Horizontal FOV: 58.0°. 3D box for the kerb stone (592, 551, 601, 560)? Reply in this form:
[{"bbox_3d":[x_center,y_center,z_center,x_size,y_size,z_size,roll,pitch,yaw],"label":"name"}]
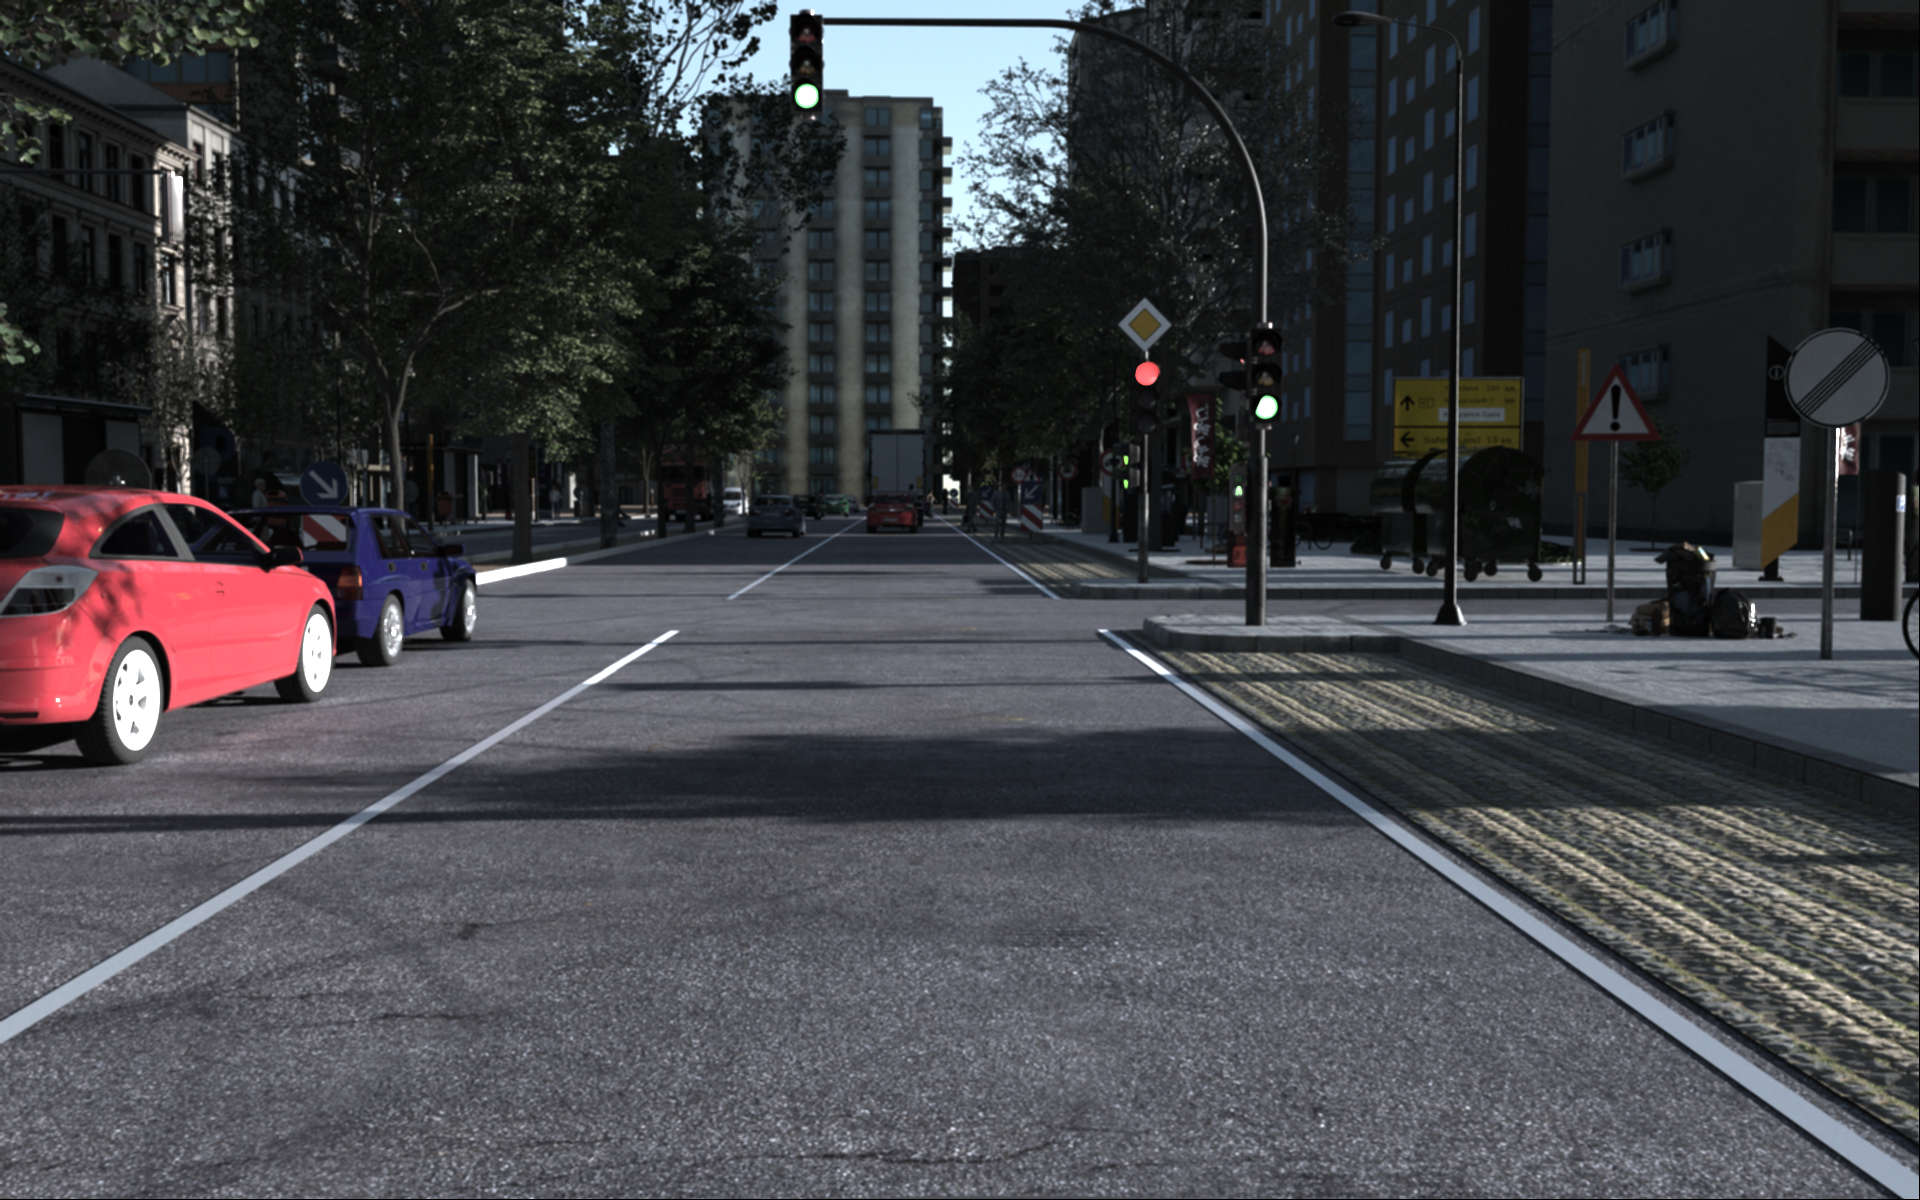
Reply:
[{"bbox_3d":[-8.081,-0.965,37.977,0.120,0.150,1.000,0,4,-2],"label":"kerb stone"}]

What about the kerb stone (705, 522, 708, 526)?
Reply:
[{"bbox_3d":[-11.413,-3.342,76.838,0.120,0.150,1.000,0,4,-2],"label":"kerb stone"}]

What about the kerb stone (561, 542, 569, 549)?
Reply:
[{"bbox_3d":[-10.409,-1.398,45.079,0.120,0.150,1.000,0,4,-2],"label":"kerb stone"}]

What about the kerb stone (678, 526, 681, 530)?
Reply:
[{"bbox_3d":[-11.124,-2.775,67.614,0.120,0.150,1.000,0,4,-2],"label":"kerb stone"}]

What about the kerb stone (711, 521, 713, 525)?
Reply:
[{"bbox_3d":[-11.476,-3.462,78.889,0.120,0.150,1.000,0,4,-2],"label":"kerb stone"}]

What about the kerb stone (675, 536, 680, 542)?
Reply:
[{"bbox_3d":[-8.500,-1.779,51.320,0.120,0.150,1.000,0,4,-2],"label":"kerb stone"}]

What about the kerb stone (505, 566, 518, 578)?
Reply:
[{"bbox_3d":[-7.819,-0.464,29.775,0.120,0.150,1.000,0,4,-2],"label":"kerb stone"}]

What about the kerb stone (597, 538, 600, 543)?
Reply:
[{"bbox_3d":[-10.560,-1.709,50.204,0.120,0.150,1.000,0,4,-2],"label":"kerb stone"}]

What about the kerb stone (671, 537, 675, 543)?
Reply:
[{"bbox_3d":[-8.470,-1.719,50.298,0.120,0.150,1.000,0,4,-2],"label":"kerb stone"}]

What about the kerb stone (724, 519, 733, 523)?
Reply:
[{"bbox_3d":[-11.769,-4.031,88.110,0.120,0.150,1.000,0,4,-2],"label":"kerb stone"}]

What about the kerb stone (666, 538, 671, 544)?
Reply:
[{"bbox_3d":[-8.435,-1.656,49.277,0.120,0.150,1.000,0,4,-2],"label":"kerb stone"}]

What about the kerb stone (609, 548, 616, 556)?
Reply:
[{"bbox_3d":[-8.146,-1.091,40.029,0.120,0.150,1.000,0,4,-2],"label":"kerb stone"}]

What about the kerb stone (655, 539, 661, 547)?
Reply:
[{"bbox_3d":[-8.364,-1.527,47.227,0.120,0.150,1.000,0,4,-2],"label":"kerb stone"}]

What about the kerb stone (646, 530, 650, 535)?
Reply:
[{"bbox_3d":[-10.860,-2.275,59.418,0.120,0.150,1.000,0,4,-2],"label":"kerb stone"}]

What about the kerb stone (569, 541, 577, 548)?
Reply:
[{"bbox_3d":[-10.432,-1.462,46.101,0.120,0.150,1.000,0,4,-2],"label":"kerb stone"}]

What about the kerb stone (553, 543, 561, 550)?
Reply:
[{"bbox_3d":[-10.368,-1.337,44.058,0.120,0.150,1.000,0,4,-2],"label":"kerb stone"}]

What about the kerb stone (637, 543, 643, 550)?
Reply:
[{"bbox_3d":[-8.270,-1.342,44.142,0.120,0.150,1.000,0,4,-2],"label":"kerb stone"}]

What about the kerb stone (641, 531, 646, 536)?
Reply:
[{"bbox_3d":[-10.824,-2.207,58.389,0.120,0.150,1.000,0,4,-2],"label":"kerb stone"}]

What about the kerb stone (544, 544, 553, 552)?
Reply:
[{"bbox_3d":[-10.338,-1.275,43.035,0.120,0.150,1.000,0,4,-2],"label":"kerb stone"}]

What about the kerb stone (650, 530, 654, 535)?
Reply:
[{"bbox_3d":[-10.889,-2.339,60.439,0.120,0.150,1.000,0,4,-2],"label":"kerb stone"}]

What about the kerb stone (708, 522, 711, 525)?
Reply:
[{"bbox_3d":[-11.446,-3.405,77.866,0.120,0.150,1.000,0,4,-2],"label":"kerb stone"}]

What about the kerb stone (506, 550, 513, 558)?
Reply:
[{"bbox_3d":[-10.212,-1.019,38.930,0.120,0.150,1.000,0,4,-2],"label":"kerb stone"}]

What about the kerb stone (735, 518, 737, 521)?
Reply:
[{"bbox_3d":[-11.835,-4.157,90.155,0.120,0.150,1.000,0,4,-2],"label":"kerb stone"}]

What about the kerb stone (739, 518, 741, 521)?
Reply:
[{"bbox_3d":[-11.895,-4.280,92.217,0.120,0.150,1.000,0,4,-2],"label":"kerb stone"}]

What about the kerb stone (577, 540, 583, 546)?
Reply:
[{"bbox_3d":[-10.470,-1.524,47.128,0.120,0.150,1.000,0,4,-2],"label":"kerb stone"}]

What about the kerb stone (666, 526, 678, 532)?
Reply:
[{"bbox_3d":[-11.084,-2.715,66.593,0.120,0.150,1.000,0,4,-2],"label":"kerb stone"}]

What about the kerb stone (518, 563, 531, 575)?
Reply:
[{"bbox_3d":[-7.845,-0.526,30.804,0.120,0.150,1.000,0,4,-2],"label":"kerb stone"}]

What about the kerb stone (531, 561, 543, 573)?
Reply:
[{"bbox_3d":[-7.885,-0.589,31.825,0.120,0.150,1.000,0,4,-2],"label":"kerb stone"}]

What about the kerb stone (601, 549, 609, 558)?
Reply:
[{"bbox_3d":[-8.108,-1.026,39.004,0.120,0.150,1.000,0,4,-2],"label":"kerb stone"}]

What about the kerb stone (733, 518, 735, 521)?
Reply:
[{"bbox_3d":[-11.801,-4.094,89.132,0.120,0.150,1.000,0,4,-2],"label":"kerb stone"}]

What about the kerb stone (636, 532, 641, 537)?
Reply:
[{"bbox_3d":[-10.791,-2.149,57.366,0.120,0.150,1.000,0,4,-2],"label":"kerb stone"}]

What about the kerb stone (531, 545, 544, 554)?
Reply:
[{"bbox_3d":[-10.313,-1.212,42.009,0.120,0.150,1.000,0,4,-2],"label":"kerb stone"}]

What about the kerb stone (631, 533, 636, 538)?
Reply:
[{"bbox_3d":[-10.765,-2.088,56.339,0.120,0.150,1.000,0,4,-2],"label":"kerb stone"}]

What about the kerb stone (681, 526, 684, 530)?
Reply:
[{"bbox_3d":[-11.155,-2.841,68.643,0.120,0.150,1.000,0,4,-2],"label":"kerb stone"}]

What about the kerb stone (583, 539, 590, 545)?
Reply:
[{"bbox_3d":[-10.502,-1.587,48.149,0.120,0.150,1.000,0,4,-2],"label":"kerb stone"}]

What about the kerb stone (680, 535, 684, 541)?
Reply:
[{"bbox_3d":[-8.532,-1.844,52.342,0.120,0.150,1.000,0,4,-2],"label":"kerb stone"}]

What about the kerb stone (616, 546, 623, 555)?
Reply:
[{"bbox_3d":[-8.179,-1.153,41.051,0.120,0.150,1.000,0,4,-2],"label":"kerb stone"}]

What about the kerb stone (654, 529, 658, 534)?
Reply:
[{"bbox_3d":[-10.931,-2.402,61.465,0.120,0.150,1.000,0,4,-2],"label":"kerb stone"}]

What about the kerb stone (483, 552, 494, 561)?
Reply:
[{"bbox_3d":[-10.148,-0.898,36.876,0.120,0.150,1.000,0,4,-2],"label":"kerb stone"}]

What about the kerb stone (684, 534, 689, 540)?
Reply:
[{"bbox_3d":[-8.567,-1.906,53.372,0.120,0.150,1.000,0,4,-2],"label":"kerb stone"}]

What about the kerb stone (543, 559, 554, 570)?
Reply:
[{"bbox_3d":[-7.908,-0.652,32.850,0.120,0.150,1.000,0,4,-2],"label":"kerb stone"}]

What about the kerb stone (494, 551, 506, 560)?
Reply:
[{"bbox_3d":[-10.177,-0.960,37.898,0.120,0.150,1.000,0,4,-2],"label":"kerb stone"}]

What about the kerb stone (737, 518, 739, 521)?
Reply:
[{"bbox_3d":[-11.861,-4.219,91.184,0.120,0.150,1.000,0,4,-2],"label":"kerb stone"}]

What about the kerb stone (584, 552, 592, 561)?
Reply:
[{"bbox_3d":[-8.048,-0.897,36.955,0.120,0.150,1.000,0,4,-2],"label":"kerb stone"}]

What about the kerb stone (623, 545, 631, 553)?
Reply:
[{"bbox_3d":[-8.205,-1.216,42.078,0.120,0.150,1.000,0,4,-2],"label":"kerb stone"}]

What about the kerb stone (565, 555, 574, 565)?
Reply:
[{"bbox_3d":[-7.980,-0.778,34.908,0.120,0.150,1.000,0,4,-2],"label":"kerb stone"}]

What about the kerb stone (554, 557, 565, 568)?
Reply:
[{"bbox_3d":[-7.945,-0.715,33.880,0.120,0.150,1.000,0,4,-2],"label":"kerb stone"}]

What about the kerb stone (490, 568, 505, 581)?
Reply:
[{"bbox_3d":[-7.781,-0.398,28.753,0.120,0.150,1.000,0,4,-2],"label":"kerb stone"}]

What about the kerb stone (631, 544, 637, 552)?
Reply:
[{"bbox_3d":[-8.241,-1.279,43.111,0.120,0.150,1.000,0,4,-2],"label":"kerb stone"}]

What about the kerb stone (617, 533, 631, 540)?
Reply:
[{"bbox_3d":[-10.739,-2.026,55.315,0.120,0.150,1.000,0,4,-2],"label":"kerb stone"}]

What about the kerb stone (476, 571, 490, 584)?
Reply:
[{"bbox_3d":[-7.749,-0.338,27.726,0.120,0.150,1.000,0,4,-2],"label":"kerb stone"}]

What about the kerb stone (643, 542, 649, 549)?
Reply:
[{"bbox_3d":[-8.304,-1.405,45.171,0.120,0.150,1.000,0,4,-2],"label":"kerb stone"}]

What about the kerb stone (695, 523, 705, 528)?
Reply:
[{"bbox_3d":[-11.389,-3.280,75.815,0.120,0.150,1.000,0,4,-2],"label":"kerb stone"}]

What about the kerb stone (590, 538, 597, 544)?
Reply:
[{"bbox_3d":[-10.534,-1.641,49.173,0.120,0.150,1.000,0,4,-2],"label":"kerb stone"}]

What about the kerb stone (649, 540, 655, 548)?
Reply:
[{"bbox_3d":[-8.341,-1.468,46.193,0.120,0.150,1.000,0,4,-2],"label":"kerb stone"}]

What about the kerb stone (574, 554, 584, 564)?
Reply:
[{"bbox_3d":[-8.010,-0.840,35.933,0.120,0.150,1.000,0,4,-2],"label":"kerb stone"}]

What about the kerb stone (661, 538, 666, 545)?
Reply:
[{"bbox_3d":[-8.401,-1.593,48.248,0.120,0.150,1.000,0,4,-2],"label":"kerb stone"}]
